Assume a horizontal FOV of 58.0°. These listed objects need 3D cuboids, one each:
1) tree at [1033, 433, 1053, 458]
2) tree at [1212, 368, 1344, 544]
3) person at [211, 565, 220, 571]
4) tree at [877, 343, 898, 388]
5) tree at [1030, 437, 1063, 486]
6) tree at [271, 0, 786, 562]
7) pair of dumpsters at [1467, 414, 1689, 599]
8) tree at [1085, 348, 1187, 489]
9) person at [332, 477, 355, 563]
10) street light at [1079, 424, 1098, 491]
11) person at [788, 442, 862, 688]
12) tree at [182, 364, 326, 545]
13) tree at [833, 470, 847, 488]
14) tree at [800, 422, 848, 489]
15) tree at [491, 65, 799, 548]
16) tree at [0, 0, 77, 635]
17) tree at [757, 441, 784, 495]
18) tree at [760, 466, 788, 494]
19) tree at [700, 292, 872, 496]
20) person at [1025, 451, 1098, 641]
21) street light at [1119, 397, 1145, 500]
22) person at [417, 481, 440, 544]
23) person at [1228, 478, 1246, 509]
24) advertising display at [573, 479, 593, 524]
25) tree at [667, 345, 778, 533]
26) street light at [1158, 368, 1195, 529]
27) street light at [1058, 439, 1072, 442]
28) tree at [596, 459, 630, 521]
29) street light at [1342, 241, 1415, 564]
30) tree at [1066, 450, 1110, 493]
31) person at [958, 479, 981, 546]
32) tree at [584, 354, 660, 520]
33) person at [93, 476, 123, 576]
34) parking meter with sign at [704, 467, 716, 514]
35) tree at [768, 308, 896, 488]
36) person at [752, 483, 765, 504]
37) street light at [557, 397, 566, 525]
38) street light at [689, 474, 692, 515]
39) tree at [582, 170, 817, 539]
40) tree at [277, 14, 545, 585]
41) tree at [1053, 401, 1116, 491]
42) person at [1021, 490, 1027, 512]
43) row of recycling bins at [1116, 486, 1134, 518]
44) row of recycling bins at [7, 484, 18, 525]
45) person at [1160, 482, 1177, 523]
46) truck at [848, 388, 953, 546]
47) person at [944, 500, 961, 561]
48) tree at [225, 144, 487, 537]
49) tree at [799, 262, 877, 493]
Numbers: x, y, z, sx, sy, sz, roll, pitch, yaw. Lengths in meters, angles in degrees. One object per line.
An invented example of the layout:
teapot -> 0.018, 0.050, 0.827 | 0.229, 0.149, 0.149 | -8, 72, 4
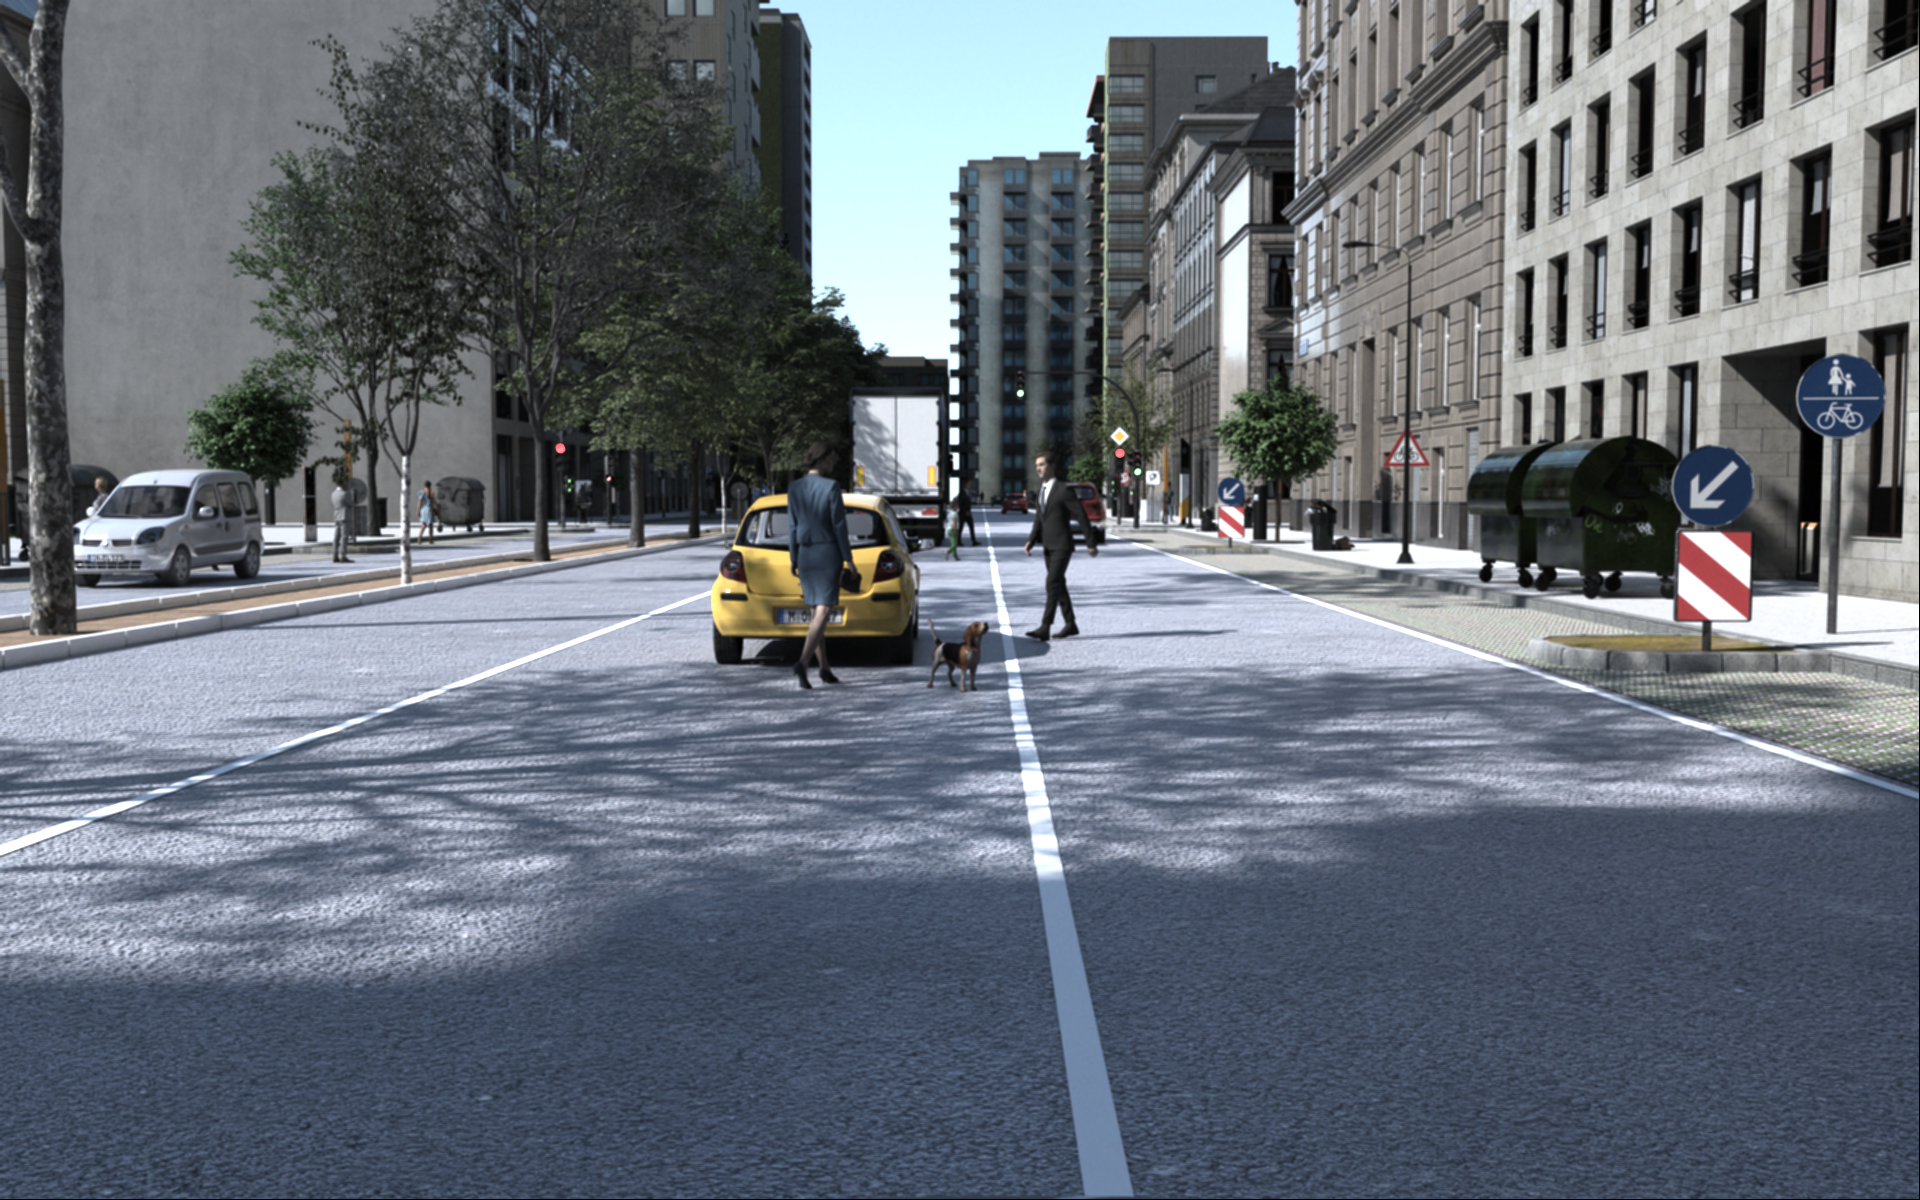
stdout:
tree -> 10.143, -14.211, 182.716 | 4.360, 8.622, 3.978 | 0, 3, 0
tree -> 8.345, -3.782, 45.555 | 4.285, 4.588, 4.351 | 0, 3, 0
person -> -13.681, -1.472, 32.478 | 0.836, 1.842, 0.656 | -3, 4, -39
tree -> -7.406, -11.850, 114.330 | 7.486, 12.596, 7.792 | 0, 3, 0
tree -> 10.621, -16.162, 214.610 | 4.737, 8.622, 4.395 | 0, 3, 0
tree -> -8.827, -7.542, 36.140 | 12.009, 13.543, 11.850 | 0, 3, 0
pair of dumpsters -> 8.164, -1.263, 23.141 | 1.574, 2.255, 4.437 | 0, 4, 1
tree -> 9.281, -8.422, 88.067 | 4.737, 8.622, 4.395 | 0, 3, 0
person -> -12.879, -1.687, 36.257 | 0.511, 1.800, 0.466 | 1, 4, 23
street light -> 8.582, -8.700, 114.787 | 1.470, 5.913, 1.316 | 0, 4, 1
person -> -1.087, -0.268, 12.910 | 0.581, 1.822, 0.654 | 3, 5, 41
tree -> -17.855, -3.685, 43.968 | 4.285, 4.588, 4.351 | 0, 3, 0
tree -> -7.780, -10.305, 121.309 | 4.360, 8.622, 3.978 | 0, 3, 0
tree -> -8.077, -8.873, 97.899 | 4.737, 8.622, 4.395 | 0, 3, 0
tree -> -8.669, -7.670, 45.996 | 7.486, 12.596, 7.792 | 0, 3, 0
tree -> -10.431, -9.758, 17.890 | 12.611, 20.169, 13.585 | 0, 3, 0
tree -> -16.053, -12.272, 151.005 | 4.360, 8.622, 3.978 | 0, 3, 0
tree -> -16.868, -10.764, 159.704 | 4.285, 4.588, 4.351 | 0, 3, 0
tree -> -8.161, -8.454, 75.097 | 8.767, 10.594, 7.601 | 0, 4, 1
person -> 0.893, -0.536, 17.037 | 0.755, 1.850, 0.659 | -2, 4, -33
street light -> 8.252, -6.731, 82.596 | 1.470, 5.913, 1.316 | 0, 4, 1
person -> -15.118, -2.486, 49.232 | 0.616, 1.811, 0.778 | 1, 4, 11
person -> 8.598, -2.917, 53.757 | 0.581, 1.822, 0.654 | 1, 4, 20
advertising display -> -16.493, -4.316, 75.783 | 0.123, 1.923, 0.974 | 3, 4, 39
tree -> -8.532, -6.710, 62.532 | 4.737, 8.622, 4.395 | 0, 3, 0
street light -> 7.994, -5.600, 64.094 | 1.470, 5.913, 1.316 | 0, 4, 1
street light -> 9.058, -10.683, 147.204 | 1.470, 5.913, 1.316 | 0, 4, 1
tree -> -16.716, -5.382, 82.603 | 1.663, 3.219, 1.824 | 0, 3, 0
street light -> 7.704, -3.631, 31.902 | 1.470, 5.913, 1.316 | 0, 4, 1
tree -> 9.583, -8.795, 127.509 | 4.285, 4.588, 4.351 | 0, 3, 0
person -> 0.225, -2.418, 47.811 | 0.755, 1.850, 0.659 | 3, 5, 39
tree -> -17.117, -8.333, 86.612 | 4.360, 8.622, 3.978 | 0, 3, 0
person -> -14.838, -1.290, 30.263 | 0.598, 1.740, 0.731 | -3, 4, -38
parking meter with sign -> -15.905, -6.995, 110.624 | 0.543, 3.016, 1.738 | 0, 4, 1
tree -> -8.046, -11.377, 105.475 | 9.611, 12.733, 9.660 | 0, 3, 0
person -> -6.501, -2.934, 56.659 | 0.721, 1.800, 0.419 | 3, 4, 37
street light -> -16.207, -6.120, 72.600 | 1.470, 5.913, 1.316 | 0, 4, 1
street light -> -15.804, -8.127, 105.423 | 1.470, 5.913, 1.316 | 0, 4, 1
tree -> -8.375, -7.743, 54.812 | 9.928, 11.665, 9.643 | 0, 3, 0
tree -> -8.579, -4.524, 26.790 | 4.360, 8.622, 3.978 | 0, 3, 0
tree -> 10.049, -11.418, 137.049 | 4.360, 8.622, 3.978 | 0, 3, 0
person -> 4.980, -7.725, 135.471 | 0.598, 1.740, 0.731 | -1, 4, -20
row of recycling bins -> 9.123, -5.381, 95.097 | 1.069, 1.692, 3.534 | 0, 4, 4
row of recycling bins -> -38.633, -4.006, 72.610 | 3.534, 1.692, 1.069 | 0, 4, 4
person -> 9.114, -4.269, 75.830 | 0.713, 1.824, 0.794 | 0, 4, -1
truck -> -1.656, -3.811, 51.217 | 2.839, 4.237, 11.283 | 0, 4, 0
person -> -0.167, -1.491, 37.128 | 0.306, 1.304, 0.590 | 3, 5, 39
tree -> -17.842, -7.730, 52.144 | 9.928, 11.665, 9.643 | 0, 3, 0
tree -> -8.265, -9.979, 83.734 | 7.486, 12.596, 7.792 | 0, 3, 0
